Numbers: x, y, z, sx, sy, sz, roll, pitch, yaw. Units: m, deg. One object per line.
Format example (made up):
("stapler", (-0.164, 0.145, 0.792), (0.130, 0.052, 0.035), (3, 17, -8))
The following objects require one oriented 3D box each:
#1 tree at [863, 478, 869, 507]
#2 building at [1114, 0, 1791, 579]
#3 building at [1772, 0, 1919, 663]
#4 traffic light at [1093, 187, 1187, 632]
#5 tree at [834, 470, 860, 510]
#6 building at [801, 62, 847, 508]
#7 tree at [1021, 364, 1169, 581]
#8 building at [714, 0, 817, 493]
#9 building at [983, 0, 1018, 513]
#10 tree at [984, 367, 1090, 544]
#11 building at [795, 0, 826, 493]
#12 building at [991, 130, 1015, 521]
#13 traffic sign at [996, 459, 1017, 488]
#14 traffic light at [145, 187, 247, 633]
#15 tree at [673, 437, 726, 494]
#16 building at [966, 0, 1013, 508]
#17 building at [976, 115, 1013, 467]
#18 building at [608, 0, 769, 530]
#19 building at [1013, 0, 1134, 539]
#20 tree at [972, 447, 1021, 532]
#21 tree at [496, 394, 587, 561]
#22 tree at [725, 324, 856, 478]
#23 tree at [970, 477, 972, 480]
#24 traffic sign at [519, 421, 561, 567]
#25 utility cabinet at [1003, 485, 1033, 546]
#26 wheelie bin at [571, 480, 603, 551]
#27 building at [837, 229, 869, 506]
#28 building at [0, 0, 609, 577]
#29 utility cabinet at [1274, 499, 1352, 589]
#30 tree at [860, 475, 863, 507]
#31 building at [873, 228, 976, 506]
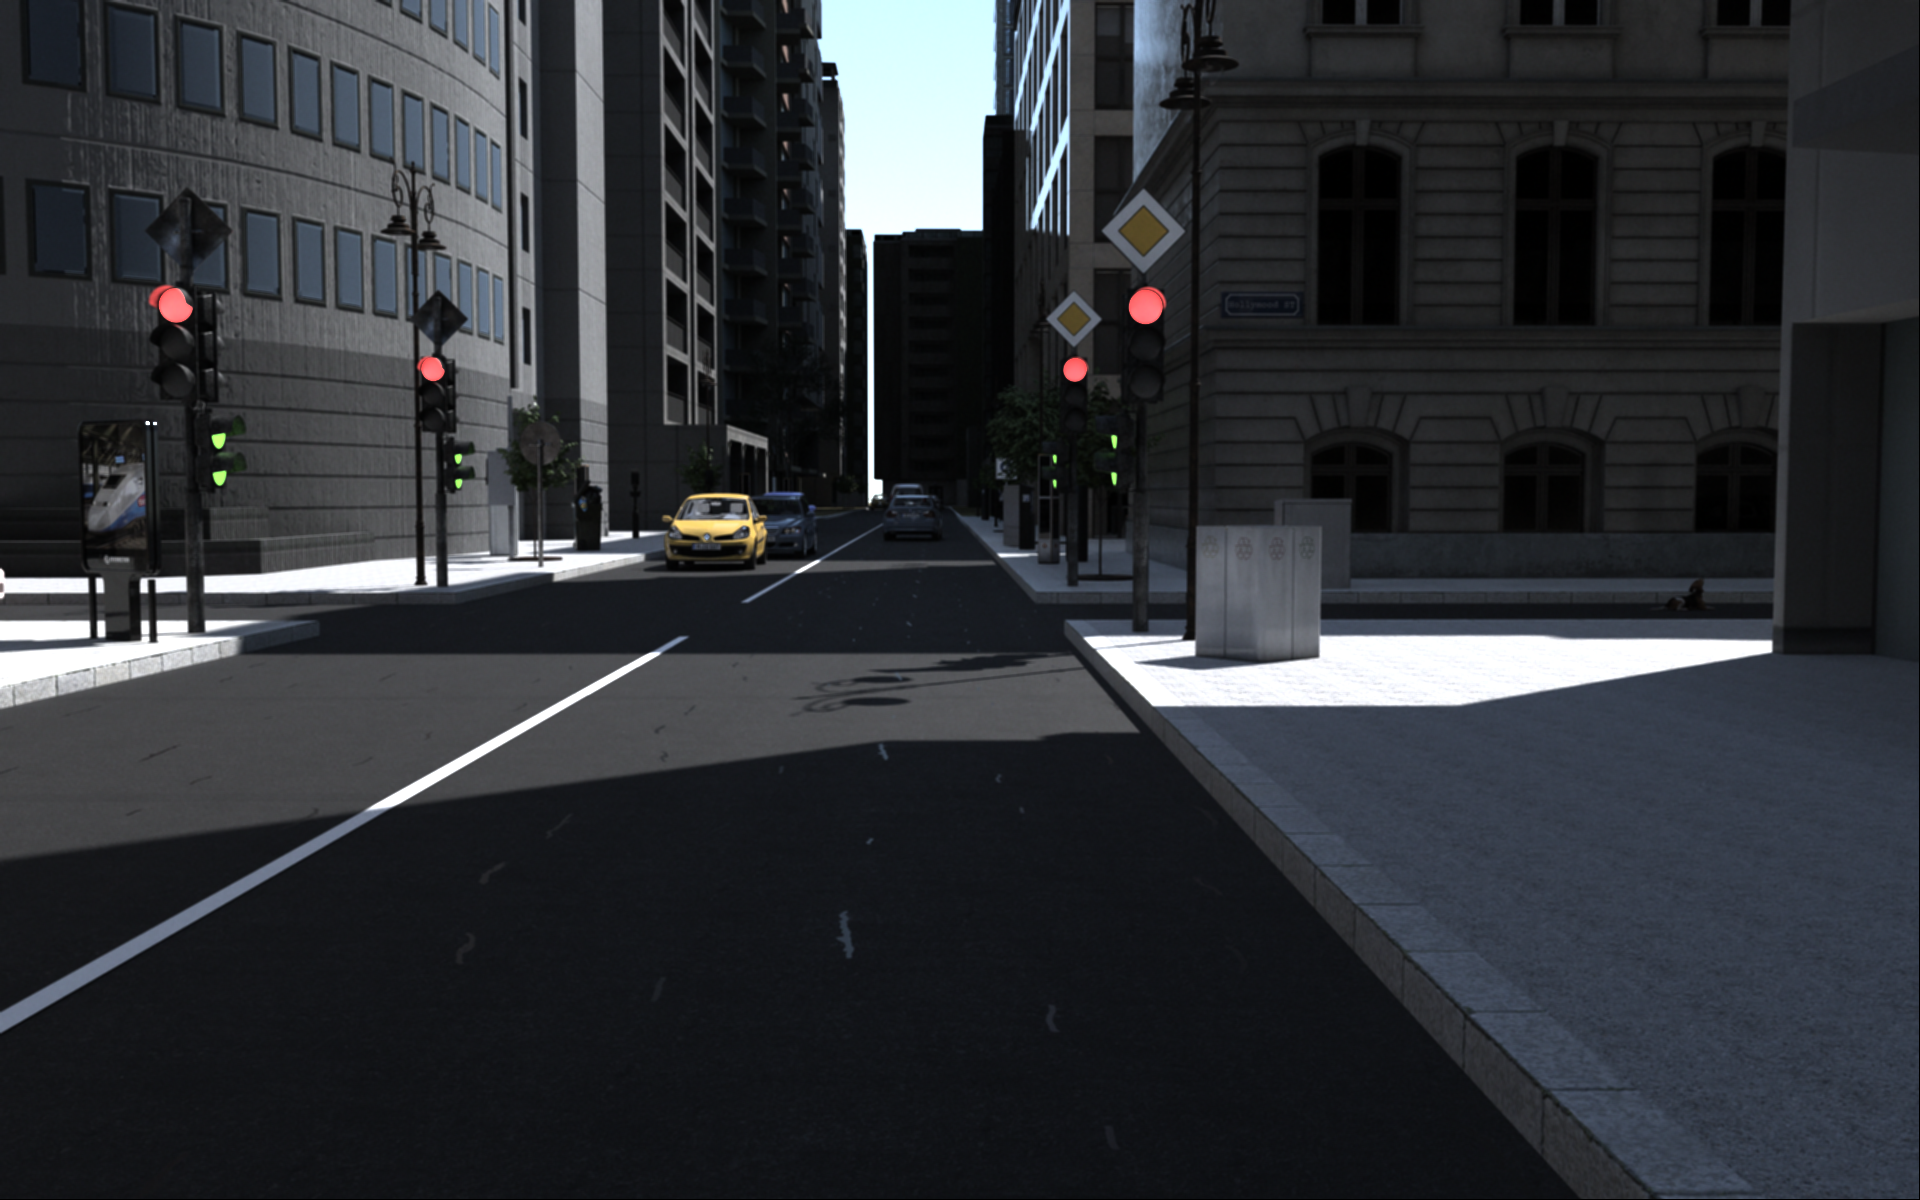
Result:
("tree", (-9.844, -10.972, 173.992), (1.663, 3.219, 1.824), (0, 3, 0))
("building", (20.676, -12.953, 30.868), (34.723, 24.649, 14.460), (0, 4, -1))
("building", (17.821, -25.144, 0.350), (28.713, 52.752, 27.495), (0, 4, -1))
("traffic light", (1.664, -1.659, 16.043), (0.839, 4.253, 0.868), (0, 4, -1))
("tree", (-9.514, -8.886, 139.890), (1.663, 3.219, 1.824), (0, 3, 0))
("building", (-18.089, -29.553, 166.781), (14.086, 41.232, 14.154), (0, 4, -1))
("tree", (2.060, -1.928, 26.126), (1.663, 3.219, 1.824), (0, 3, 0))
("building", (-21.022, -28.035, 112.998), (22.147, 44.769, 28.867), (0, 4, -1))
("building", (12.025, -41.505, 116.852), (20.563, 71.187, 20.611), (0, 4, -1))
("tree", (2.237, -3.751, 45.038), (4.285, 4.588, 4.351), (0, 3, 0))
("building", (-25.264, -33.747, 141.003), (28.713, 52.752, 27.495), (0, 4, -1))
("building", (8.034, -15.964, 90.694), (12.332, 23.373, 15.834), (0, 4, -1))
("traffic sign", (1.319, -2.880, 49.218), (0.606, 2.300, 0.079), (0, 4, 2))
("traffic light", (-7.046, -1.650, 15.905), (0.839, 4.253, 0.868), (0, 4, -1))
("tree", (-8.651, -3.916, 58.625), (1.663, 3.219, 1.824), (0, 3, 0))
("building", (12.019, -51.633, 156.863), (22.319, 86.520, 31.000), (0, 4, -1))
("building", (8.717, -22.243, 135.377), (14.160, 30.474, 14.107), (0, 4, -1))
("building", (-18.535, -38.582, 69.068), (20.563, 71.187, 20.611), (0, 4, -1))
("building", (12.436, -15.975, 65.714), (19.350, 26.468, 34.151), (0, 4, -1))
("tree", (1.656, -3.915, 58.619), (1.663, 3.219, 1.824), (0, 3, 0))
("tree", (-8.222, -2.372, 33.386), (1.663, 3.219, 1.824), (0, 3, 0))
("tree", (-9.169, -9.773, 94.198), (8.767, 10.594, 7.601), (2, 4, 32))
("tree", (1.360, -6.859, 106.754), (1.663, 3.219, 1.824), (0, 3, 0))
("traffic sign", (-7.373, -1.852, 30.393), (0.768, 2.556, 0.104), (1, 4, 8))
("utility cabinet", (1.420, -2.048, 42.159), (0.318, 1.500, 1.173), (-1, 4, -21))
("wheelie bin", (-8.482, -1.929, 39.454), (0.693, 1.594, 0.980), (-1, 4, -19))
("building", (-17.214, -25.598, 190.221), (14.107, 30.474, 14.160), (0, 4, -1))
("building", (-20.984, -30.264, 36.817), (21.231, 58.520, 28.212), (0, 4, -1))
("utility cabinet", (4.774, -0.753, 23.470), (1.020, 1.237, 0.306), (-1, 4, -15))
("tree", (-9.933, -9.923, 156.836), (1.663, 3.219, 1.824), (0, 3, 0))
("building", (-2.555, -25.658, 191.211), (14.107, 30.474, 14.160), (0, 4, -1))
